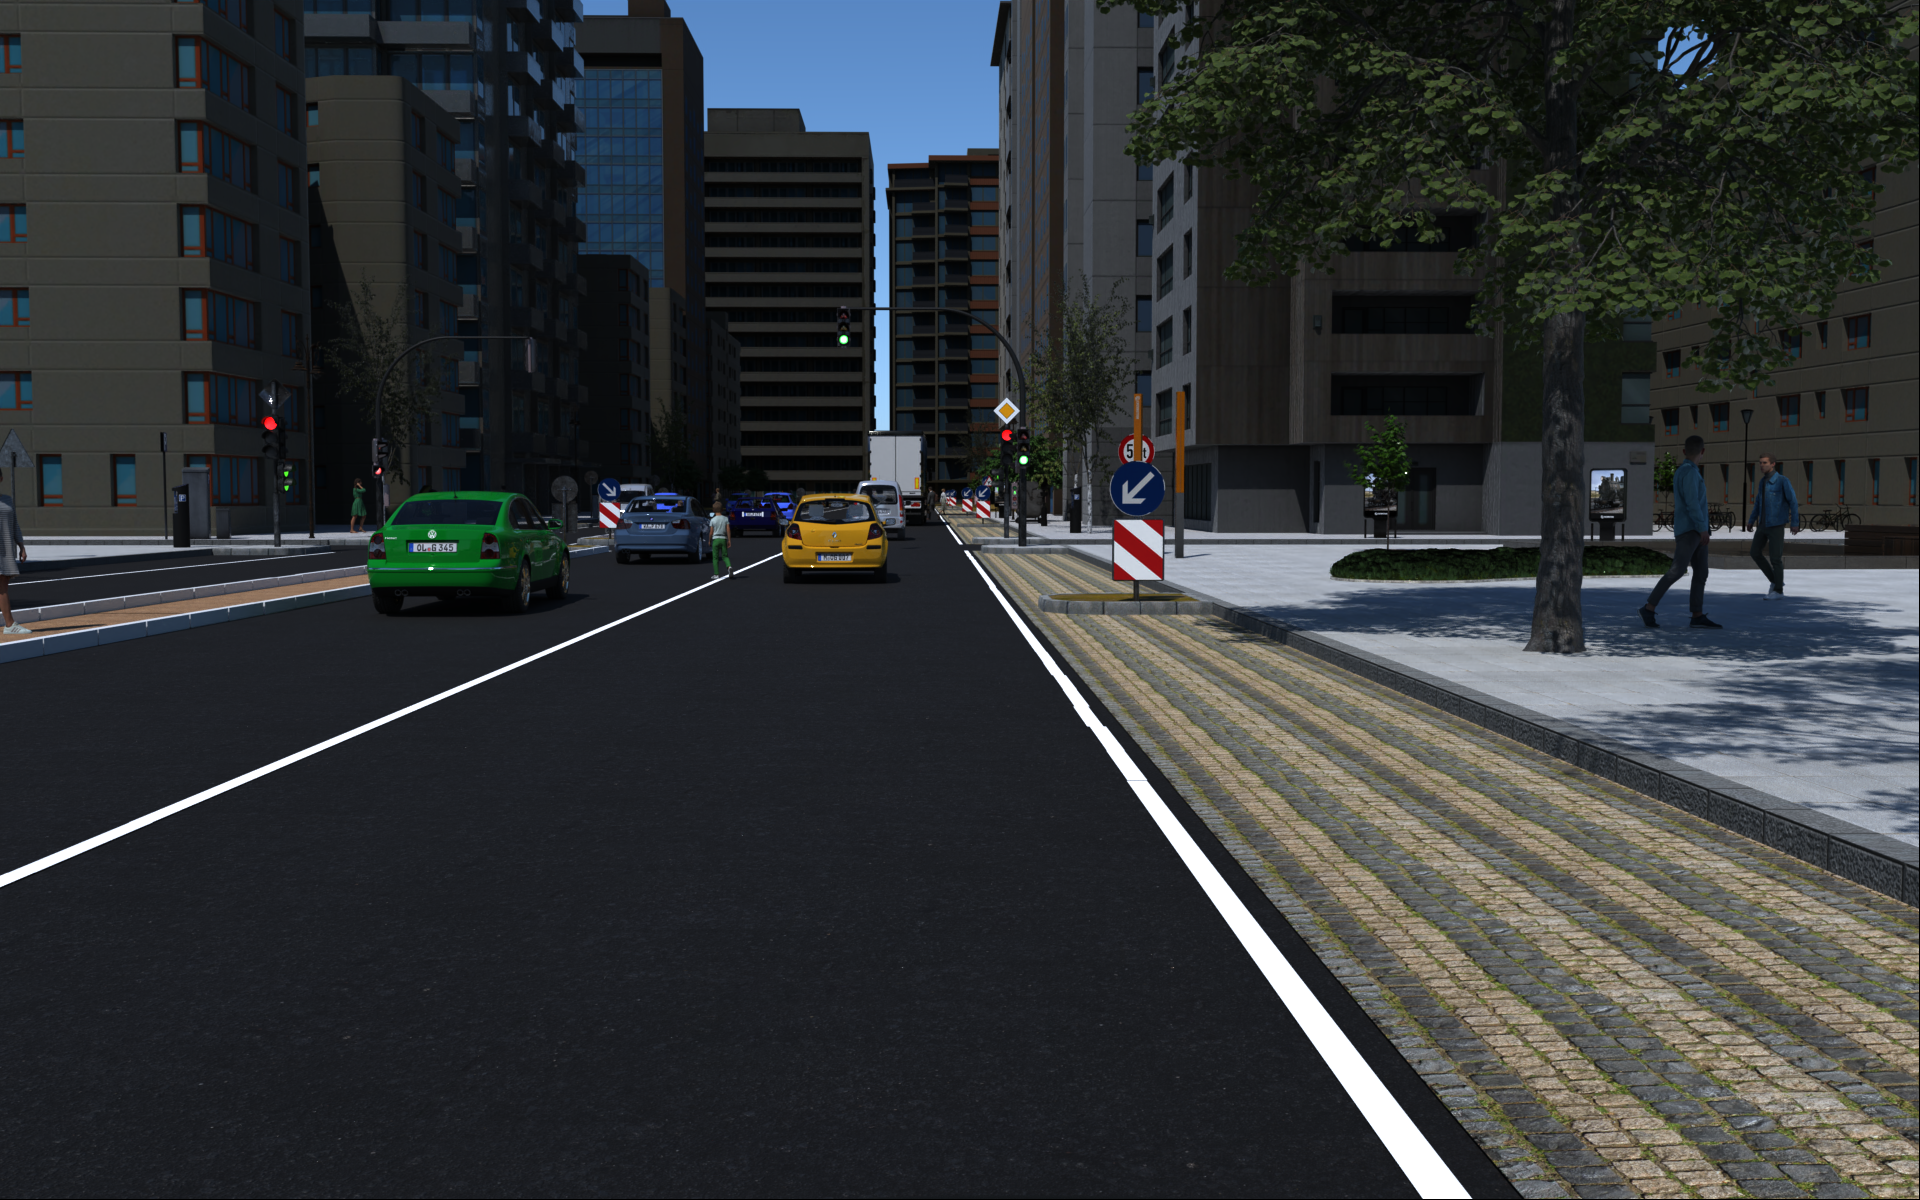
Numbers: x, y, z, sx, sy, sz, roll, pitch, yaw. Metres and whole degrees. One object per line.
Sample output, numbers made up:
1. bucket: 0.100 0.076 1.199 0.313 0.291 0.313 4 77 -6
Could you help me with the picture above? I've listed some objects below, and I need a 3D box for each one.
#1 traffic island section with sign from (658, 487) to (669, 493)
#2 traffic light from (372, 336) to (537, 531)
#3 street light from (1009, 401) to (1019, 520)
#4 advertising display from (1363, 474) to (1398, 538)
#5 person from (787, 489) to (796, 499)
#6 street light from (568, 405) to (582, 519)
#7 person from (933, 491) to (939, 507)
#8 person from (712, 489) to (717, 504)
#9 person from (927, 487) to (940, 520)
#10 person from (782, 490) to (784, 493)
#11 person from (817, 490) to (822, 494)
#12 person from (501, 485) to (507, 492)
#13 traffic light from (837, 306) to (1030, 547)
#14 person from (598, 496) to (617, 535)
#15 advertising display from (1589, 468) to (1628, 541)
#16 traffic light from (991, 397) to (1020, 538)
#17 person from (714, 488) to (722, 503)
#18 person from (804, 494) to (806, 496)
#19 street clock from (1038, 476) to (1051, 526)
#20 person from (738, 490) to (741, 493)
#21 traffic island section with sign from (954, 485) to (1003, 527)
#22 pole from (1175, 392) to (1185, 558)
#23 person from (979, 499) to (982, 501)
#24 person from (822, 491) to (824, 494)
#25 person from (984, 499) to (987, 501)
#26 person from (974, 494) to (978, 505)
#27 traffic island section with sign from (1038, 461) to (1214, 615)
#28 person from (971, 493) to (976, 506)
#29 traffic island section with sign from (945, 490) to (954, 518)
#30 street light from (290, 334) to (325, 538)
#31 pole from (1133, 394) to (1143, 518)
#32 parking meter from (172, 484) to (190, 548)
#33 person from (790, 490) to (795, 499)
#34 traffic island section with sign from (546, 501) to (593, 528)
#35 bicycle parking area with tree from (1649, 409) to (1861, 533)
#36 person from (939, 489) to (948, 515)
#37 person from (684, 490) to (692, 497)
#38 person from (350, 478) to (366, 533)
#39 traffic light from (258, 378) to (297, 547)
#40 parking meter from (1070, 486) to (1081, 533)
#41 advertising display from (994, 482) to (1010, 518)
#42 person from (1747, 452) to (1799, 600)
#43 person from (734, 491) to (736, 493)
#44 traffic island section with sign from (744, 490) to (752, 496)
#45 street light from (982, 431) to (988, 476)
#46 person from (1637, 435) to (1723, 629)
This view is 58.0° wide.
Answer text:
1. traffic island section with sign: -17.521 -5.725 102.237 1.989 1.847 2.006 0 4 -1
2. traffic light: -14.631 -4.608 50.001 4.771 5.953 1.251 0 4 -1
3. street light: 2.670 -6.964 86.656 0.468 5.910 1.993 0 4 -1
4. advertising display: 12.221 -2.759 50.319 0.974 1.923 0.123 1 4 12
5. person: -13.674 -7.919 138.111 1.348 1.807 0.705 -1 4 -20
6. street light: -19.553 -7.056 88.157 0.468 5.910 1.993 0 4 -1
7. person: -2.951 -11.378 194.546 1.348 1.821 0.705 -2 4 -29
8. person: -16.441 -6.599 116.990 0.593 1.750 0.643 -2 4 -23
9. person: -1.541 -5.343 95.823 0.822 1.834 0.622 3 4 36
10. person: -17.632 -10.031 172.469 0.705 1.831 1.348 -1 4 -15
11. person: -12.174 -8.657 150.060 1.348 1.821 0.705 -2 4 -24
12. person: -23.044 -4.954 87.878 0.643 1.720 0.563 -2 4 -30
13. traffic light: -0.586 -4.127 42.147 4.771 5.953 1.251 0 4 -1
14. person: -11.642 -2.971 57.279 0.606 1.804 0.583 -1 4 -16
15. advertising display: 16.203 -2.330 43.312 0.123 1.923 0.974 -3 4 -38
16. traffic light: 1.336 -3.755 50.315 0.839 4.253 0.868 0 4 -1
17. person: -13.242 -5.229 94.544 0.362 1.759 0.519 1 4 19
18. person: -15.553 -10.049 173.631 1.217 1.723 0.721 -3 4 -39
19. street clock: 3.359 -3.946 69.089 0.471 2.002 0.358 2 4 35
20. person: -16.232 -7.180 126.336 0.568 1.767 0.683 3 5 40
21. traffic island section with sign: 0.869 -4.061 75.024 1.989 1.847 2.006 0 4 -1
22. pole: 4.389 -2.492 34.587 0.158 3.312 0.155 0 3 0
23. person: 2.142 -9.891 171.024 0.557 1.426 1.065 1 4 17
24. person: -15.721 -11.709 200.723 0.721 1.735 1.217 1 4 14
25. person: 1.725 -7.094 122.044 0.388 1.821 0.555 -2 4 -30
26. person: 1.835 -11.508 194.867 0.551 1.740 0.621 -3 4 -36
27. traffic island section with sign: 1.988 -0.778 21.351 1.989 1.847 2.006 0 4 -1
28. person: 1.322 -10.779 182.286 1.348 1.824 0.705 0 4 5
29. traffic island section with sign: 0.301 -5.718 102.124 1.989 1.847 2.006 0 4 -1
30. street light: -18.824 -4.730 50.122 0.468 5.910 1.993 0 4 -1
31. pole: 3.628 -2.536 35.308 0.158 3.312 0.155 0 3 0
32. parking meter: -18.725 -2.032 41.634 0.372 1.533 0.369 0 3 0
33. person: -13.194 -7.662 134.506 0.721 1.736 1.217 -3 5 -39
34. traffic island section with sign: -16.952 -4.048 74.811 1.989 1.847 2.006 0 4 -1
35. bicycle parking area with tree: 26.127 -4.544 61.294 9.016 4.147 8.231 0 4 -2
36. person: -1.148 -6.609 116.783 0.641 1.798 0.478 -2 4 -24
37. person: -21.854 -8.088 138.817 0.617 1.759 0.750 1 4 14
38. person: -19.815 -3.101 56.988 0.529 1.795 0.600 -1 4 -21
39. traffic light: -16.554 -3.243 41.939 0.839 4.253 0.868 0 4 -1
40. parking meter: 3.804 -2.970 56.971 0.372 1.533 0.369 0 3 0
41. advertising display: 2.245 -5.319 92.186 0.974 1.923 0.123 3 5 39
42. person: 9.871 -0.894 21.010 0.444 1.785 0.601 -1 4 -11
43. person: -22.660 -10.330 174.876 0.705 1.831 1.348 0 4 3
44. traffic island section with sign: -18.571 -8.757 151.800 1.989 1.847 2.006 0 4 -1
45. street light: 1.816 -9.318 125.137 0.468 5.910 1.993 0 4 -1
46. person: 6.922 -0.654 16.591 0.748 1.841 0.638 2 4 29
